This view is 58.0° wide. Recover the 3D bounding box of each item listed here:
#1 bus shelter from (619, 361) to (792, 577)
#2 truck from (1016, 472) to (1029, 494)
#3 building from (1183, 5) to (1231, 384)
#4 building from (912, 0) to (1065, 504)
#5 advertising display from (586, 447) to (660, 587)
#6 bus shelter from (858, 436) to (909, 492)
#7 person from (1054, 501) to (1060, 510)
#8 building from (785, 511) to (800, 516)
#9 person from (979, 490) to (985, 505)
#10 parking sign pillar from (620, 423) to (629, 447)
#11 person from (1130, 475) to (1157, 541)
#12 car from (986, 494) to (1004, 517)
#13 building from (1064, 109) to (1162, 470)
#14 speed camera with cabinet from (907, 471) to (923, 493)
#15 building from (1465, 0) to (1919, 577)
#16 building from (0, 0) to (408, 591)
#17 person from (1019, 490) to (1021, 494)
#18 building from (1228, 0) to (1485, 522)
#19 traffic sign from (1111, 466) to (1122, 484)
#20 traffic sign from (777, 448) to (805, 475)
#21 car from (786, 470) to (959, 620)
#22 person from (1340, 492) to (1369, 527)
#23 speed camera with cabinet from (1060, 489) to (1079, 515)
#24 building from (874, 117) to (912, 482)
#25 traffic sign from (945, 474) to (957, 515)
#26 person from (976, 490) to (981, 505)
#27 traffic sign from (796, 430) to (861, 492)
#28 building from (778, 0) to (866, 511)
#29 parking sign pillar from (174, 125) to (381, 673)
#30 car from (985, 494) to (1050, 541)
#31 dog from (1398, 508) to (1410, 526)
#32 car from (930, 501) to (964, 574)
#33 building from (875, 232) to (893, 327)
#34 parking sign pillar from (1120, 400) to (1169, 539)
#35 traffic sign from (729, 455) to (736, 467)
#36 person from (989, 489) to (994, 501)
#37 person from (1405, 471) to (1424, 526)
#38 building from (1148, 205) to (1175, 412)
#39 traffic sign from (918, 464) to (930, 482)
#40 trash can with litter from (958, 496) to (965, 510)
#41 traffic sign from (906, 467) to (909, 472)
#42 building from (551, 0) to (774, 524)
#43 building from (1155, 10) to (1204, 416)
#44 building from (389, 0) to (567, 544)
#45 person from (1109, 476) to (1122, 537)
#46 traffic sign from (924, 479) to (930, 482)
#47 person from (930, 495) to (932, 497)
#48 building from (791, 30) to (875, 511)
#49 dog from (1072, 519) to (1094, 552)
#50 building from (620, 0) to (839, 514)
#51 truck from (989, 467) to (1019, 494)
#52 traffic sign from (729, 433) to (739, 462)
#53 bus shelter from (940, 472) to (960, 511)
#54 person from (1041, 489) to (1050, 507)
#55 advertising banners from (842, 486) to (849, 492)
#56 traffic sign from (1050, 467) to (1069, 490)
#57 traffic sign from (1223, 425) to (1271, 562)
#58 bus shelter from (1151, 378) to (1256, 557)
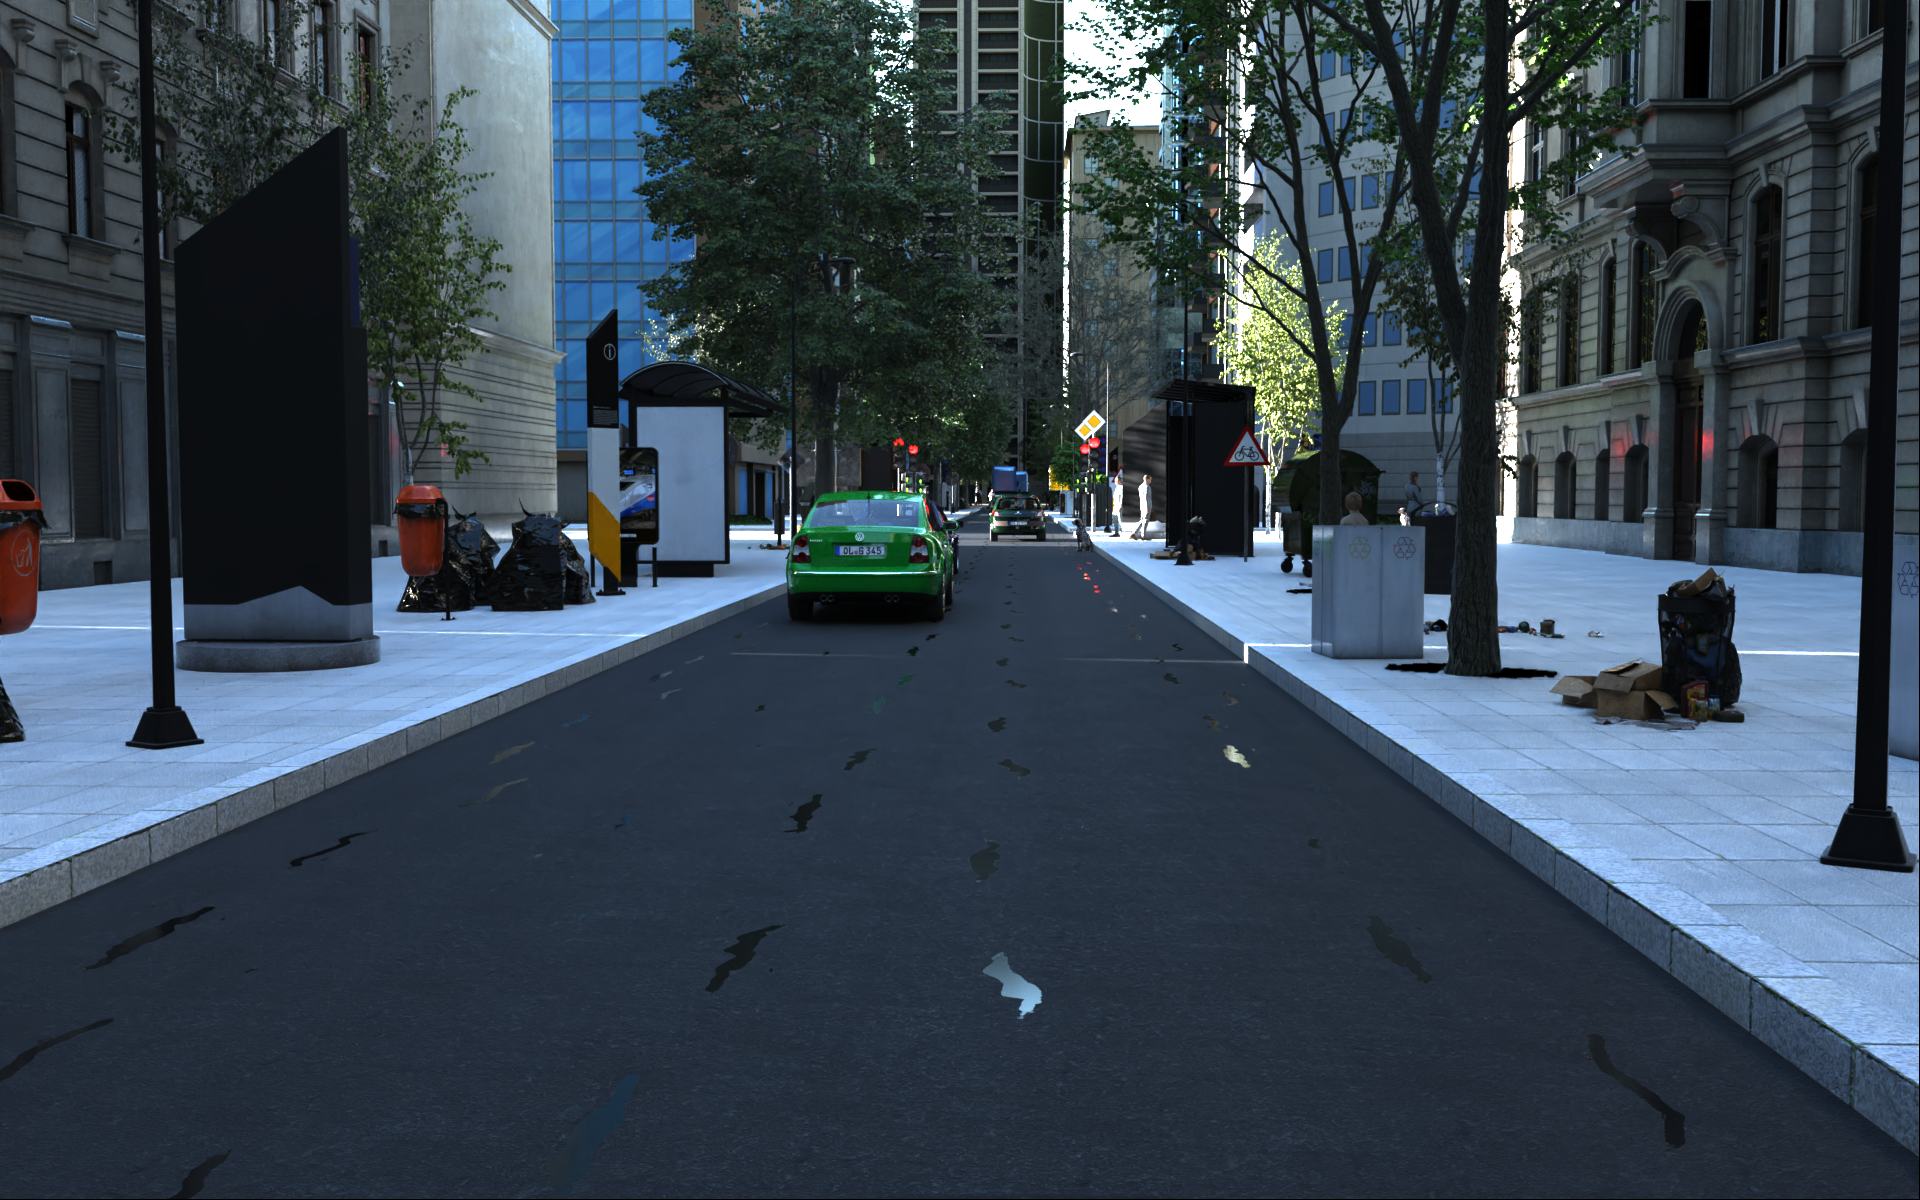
[{"bbox_3d":[-4.248,-2.153,29.119,2.014,3.302,5.546,0,4,2],"label":"bus shelter"},{"bbox_3d":[6.829,-12.965,201.732,2.967,4.110,18.799,0,4,1],"label":"truck"},{"bbox_3d":[27.468,-28.585,121.989,22.147,44.769,28.867,0,4,2],"label":"building"},{"bbox_3d":[4.173,-49.102,241.071,20.611,71.187,20.563,0,4,2],"label":"building"},{"bbox_3d":[-4.632,-1.139,23.832,0.974,1.923,0.123,0,4,-3],"label":"advertising display"},{"bbox_3d":[-3.047,-4.853,70.633,1.731,3.624,6.357,0,4,2],"label":"bus shelter"},{"bbox_3d":[7.145,-6.816,122.984,1.012,1.151,0.738,-1,4,-11],"label":"person"},{"bbox_3d":[-20.363,-40.764,104.740,20.563,71.187,20.611,0,4,2],"label":"building"},{"bbox_3d":[2.414,-12.273,207.428,1.217,1.736,0.721,-1,4,-9],"label":"person"},{"bbox_3d":[-12.369,-4.773,66.507,1.447,3.967,1.447,3,5,44],"label":"parking sign pillar"},{"bbox_3d":[5.114,-2.538,47.668,0.853,1.813,0.709,-1,4,-19],"label":"person"},{"bbox_3d":[2.763,-6.102,111.558,2.131,1.459,4.920,0,4,0],"label":"car"},{"bbox_3d":[28.484,-40.126,245.300,27.495,52.752,28.713,0,4,2],"label":"building"},{"bbox_3d":[-1.818,-4.577,69.174,0.660,3.252,2.038,0,4,3],"label":"speed camera with cabinet"},{"bbox_3d":[19.242,-13.003,31.681,14.460,24.649,34.723,0,4,2],"label":"building"},{"bbox_3d":[-16.632,-10.886,27.130,9.793,20.994,18.267,0,4,2],"label":"building"},{"bbox_3d":[5.283,-8.750,151.531,0.705,1.831,1.348,1,4,17],"label":"person"},{"bbox_3d":[28.037,-33.011,81.736,28.212,58.520,21.231,0,4,2],"label":"building"},{"bbox_3d":[7.462,-4.910,80.282,0.884,2.594,0.081,1,4,11],"label":"traffic sign"},{"bbox_3d":[-4.792,-3.009,48.925,0.795,2.593,0.064,0,4,3],"label":"traffic sign"},{"bbox_3d":[-1.009,-0.752,21.092,1.959,1.807,4.718,0,4,2],"label":"car"},{"bbox_3d":[4.056,-0.463,17.886,0.640,1.303,0.475,3,5,40],"label":"person"},{"bbox_3d":[6.744,-6.783,105.232,0.660,3.252,2.038,-1,4,-23],"label":"speed camera with cabinet"},{"bbox_3d":[-13.106,-33.742,201.793,14.200,45.320,14.600,0,4,2],"label":"building"},{"bbox_3d":[-0.549,-6.595,107.939,0.768,2.556,0.104,0,4,7],"label":"traffic sign"},{"bbox_3d":[2.055,-11.748,198.677,0.990,1.755,0.434,3,5,43],"label":"person"},{"bbox_3d":[-4.278,-3.763,55.399,2.265,3.308,0.079,1,4,10],"label":"traffic sign"},{"bbox_3d":[-16.962,-44.444,164.915,20.563,71.187,20.611,0,4,2],"label":"building"},{"bbox_3d":[-5.159,-1.502,13.027,1.447,3.967,1.447,0,4,5],"label":"parking sign pillar"},{"bbox_3d":[1.788,-2.690,53.765,2.009,1.686,4.222,0,4,1],"label":"car"},{"bbox_3d":[14.986,-2.641,57.557,0.800,0.831,0.513,1,4,20],"label":"dog"},{"bbox_3d":[-0.927,-1.066,30.011,1.945,1.354,3.894,0,4,2],"label":"car"},{"bbox_3d":[-14.529,-25.181,183.413,14.160,30.474,14.107,0,4,2],"label":"building"},{"bbox_3d":[5.355,-3.757,49.898,1.447,3.967,1.447,1,4,21],"label":"parking sign pillar"},{"bbox_3d":[-4.851,-2.085,34.099,0.884,2.594,0.081,0,4,3],"label":"traffic sign"},{"bbox_3d":[2.280,-6.555,116.267,0.593,1.750,0.643,-3,5,-40],"label":"person"},{"bbox_3d":[10.130,-1.961,38.377,0.573,1.790,0.520,-2,4,-31],"label":"person"},{"bbox_3d":[34.136,-30.825,195.862,32.217,40.220,23.993,0,4,2],"label":"building"},{"bbox_3d":[-1.643,-4.466,73.120,0.768,2.556,0.104,1,4,9],"label":"traffic sign"},{"bbox_3d":[-0.133,-7.937,141.160,1.055,1.170,0.624,1,4,21],"label":"trash can with litter"},{"bbox_3d":[-2.081,-4.750,77.763,0.768,2.556,0.104,0,4,2],"label":"traffic sign"},{"bbox_3d":[-15.981,-26.294,80.013,14.600,45.320,14.200,0,4,2],"label":"building"},{"bbox_3d":[28.032,-52.264,167.190,22.319,86.520,31.000,0,4,2],"label":"building"},{"bbox_3d":[-21.631,-12.763,44.831,21.152,22.565,11.583,0,4,2],"label":"building"},{"bbox_3d":[4.741,-2.776,51.528,0.391,1.810,0.635,-1,4,-21],"label":"person"},{"bbox_3d":[-1.742,-4.614,75.443,0.884,2.594,0.081,0,4,6],"label":"traffic sign"},{"bbox_3d":[-2.938,-11.630,196.899,1.217,1.736,0.721,3,5,43],"label":"person"},{"bbox_3d":[-14.831,-28.431,148.434,14.154,41.232,14.086,0,4,2],"label":"building"},{"bbox_3d":[3.087,-1.611,43.180,0.513,0.831,0.800,0,4,-3],"label":"dog"},{"bbox_3d":[-16.878,-29.529,132.903,14.600,45.320,14.200,0,4,2],"label":"building"},{"bbox_3d":[4.230,-10.638,163.689,2.967,4.110,18.799,0,4,1],"label":"truck"},{"bbox_3d":[-4.827,-2.122,34.800,0.768,2.556,0.104,0,4,6],"label":"traffic sign"},{"bbox_3d":[-0.704,-8.751,137.000,2.014,3.302,5.546,0,4,2],"label":"bus shelter"},{"bbox_3d":[8.873,-10.324,174.855,1.348,1.821,0.705,0,4,4],"label":"person"},{"bbox_3d":[-4.500,-4.401,68.140,0.090,3.025,2.074,-1,4,-12],"label":"advertising banners"},{"bbox_3d":[7.392,-7.771,120.931,2.265,3.308,0.079,1,4,10],"label":"traffic sign"},{"bbox_3d":[5.388,-1.993,32.593,0.884,2.594,0.081,0,4,4],"label":"traffic sign"},{"bbox_3d":[5.318,-2.874,38.278,1.731,3.624,6.357,0,4,2],"label":"bus shelter"}]
